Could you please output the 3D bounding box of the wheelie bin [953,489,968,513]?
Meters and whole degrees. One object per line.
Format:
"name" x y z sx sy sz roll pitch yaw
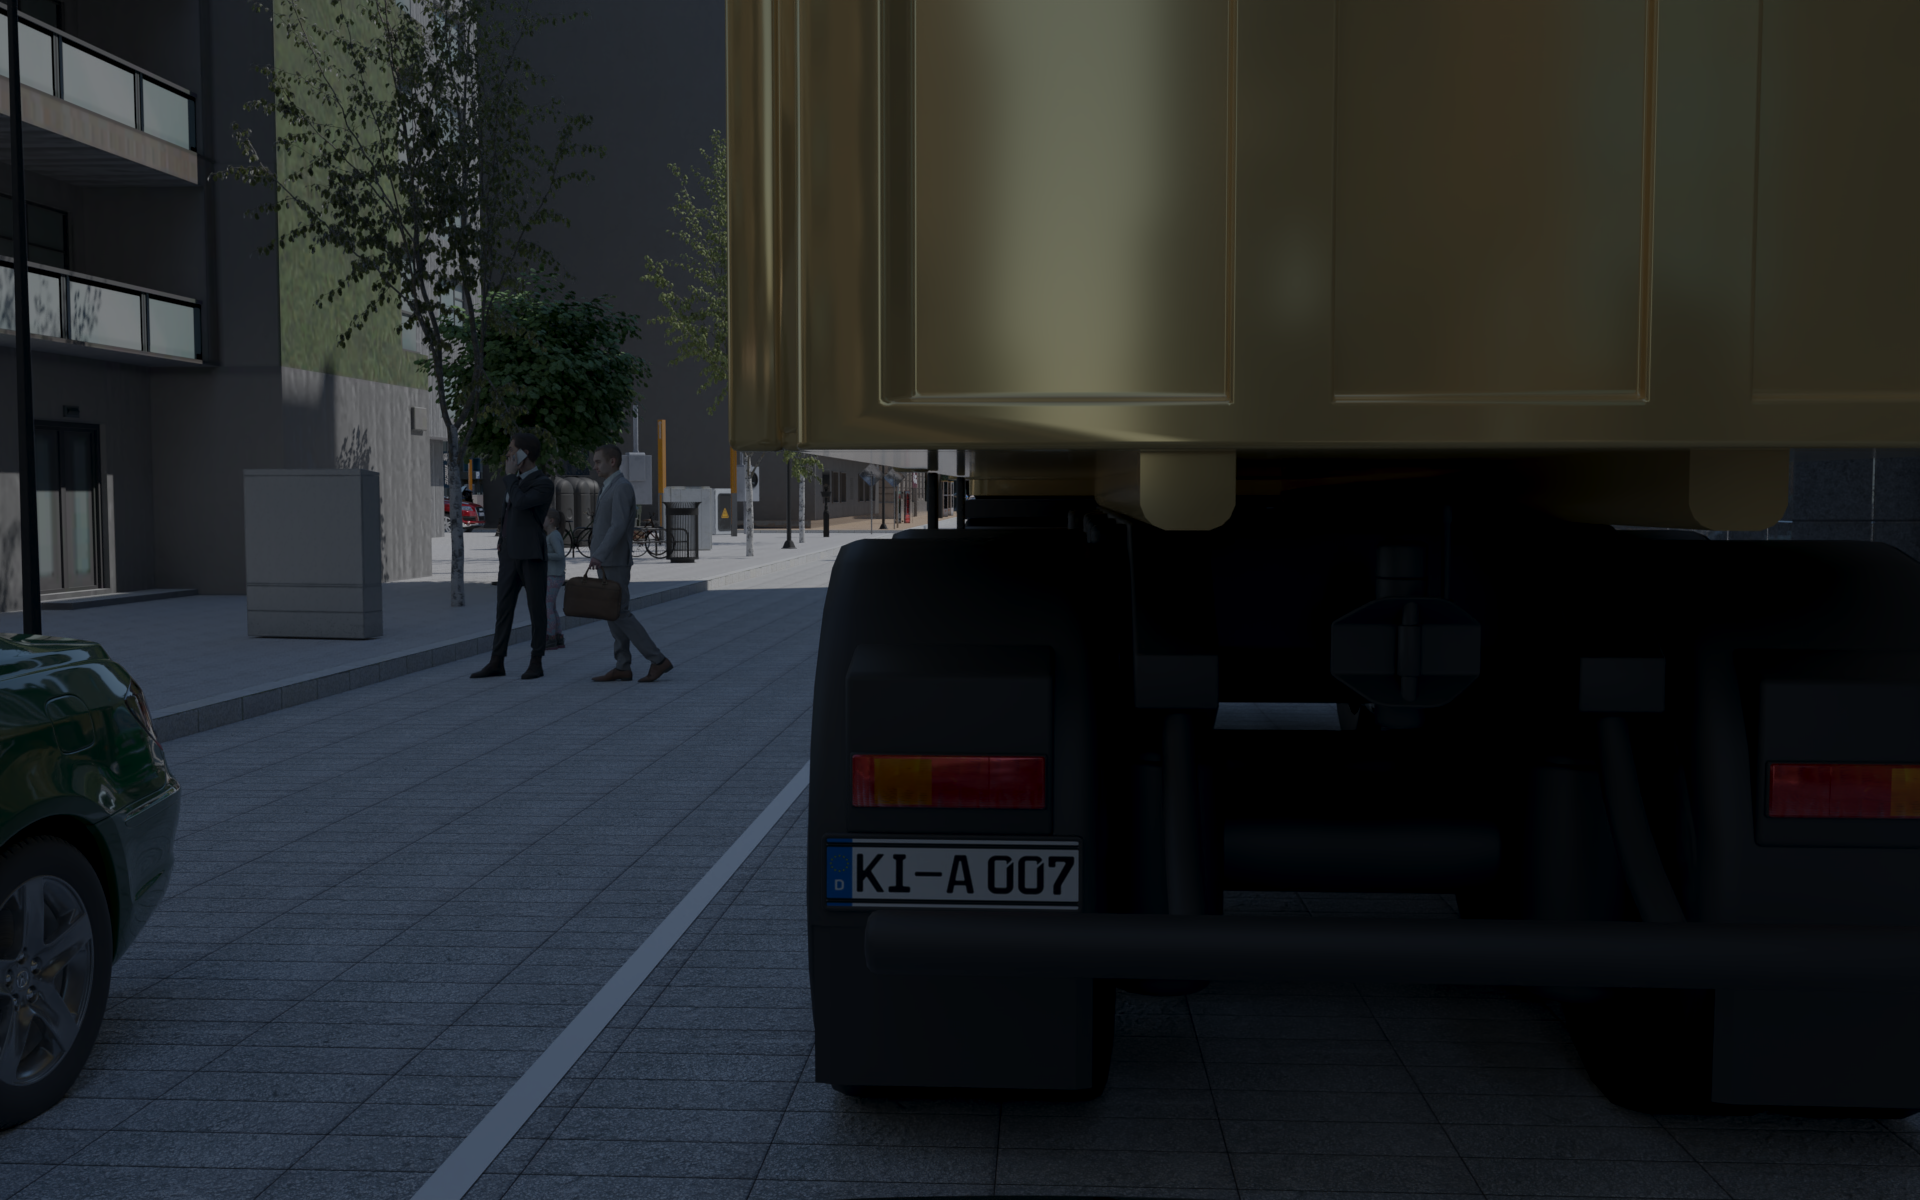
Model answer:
"wheelie bin" 0.044 -6.575 115.406 0.980 1.594 0.693 0 4 -1

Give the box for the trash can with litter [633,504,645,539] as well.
"trash can with litter" -8.981 -2.221 47.698 0.624 1.170 1.055 -3 5 -43

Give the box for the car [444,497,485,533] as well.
"car" -18.991 -3.102 59.398 5.304 1.827 2.281 0 4 2

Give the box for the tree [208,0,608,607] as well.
"tree" -5.814 -4.218 19.323 4.360 8.622 3.978 0 3 0

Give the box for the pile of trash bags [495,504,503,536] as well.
"pile of trash bags" -12.658 -2.678 53.542 1.912 1.369 3.447 2 4 26

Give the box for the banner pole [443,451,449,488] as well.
"banner pole" -26.352 -6.071 89.279 0.401 3.779 0.863 2 4 26

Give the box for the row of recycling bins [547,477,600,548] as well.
"row of recycling bins" -9.589 -2.118 41.746 1.069 1.692 3.534 1 4 11

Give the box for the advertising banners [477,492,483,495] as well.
"advertising banners" -37.084 -8.485 134.918 2.074 3.025 0.090 3 5 44

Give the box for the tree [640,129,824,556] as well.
"tree" -4.333 -5.188 35.180 4.737 8.622 4.395 0 3 0

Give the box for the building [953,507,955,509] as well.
"building" -9.993 -30.471 152.817 22.147 44.769 28.867 0 4 3

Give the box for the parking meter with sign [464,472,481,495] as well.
"parking meter with sign" -37.796 -8.387 133.383 0.543 3.016 1.738 3 5 42

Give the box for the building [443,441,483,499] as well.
"building" -53.128 -35.558 205.075 21.600 48.544 21.300 0 4 3

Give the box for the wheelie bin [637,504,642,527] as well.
"wheelie bin" -9.891 -2.689 51.880 0.693 1.594 0.980 1 4 12

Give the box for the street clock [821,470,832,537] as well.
"street clock" -3.977 -2.868 51.461 0.358 2.002 0.471 0 4 -4

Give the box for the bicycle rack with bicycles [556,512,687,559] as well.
"bicycle rack with bicycles" -6.790 -1.297 34.581 2.925 0.926 2.852 -2 4 -29

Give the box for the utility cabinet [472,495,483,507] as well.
"utility cabinet" -33.020 -6.605 119.145 1.020 1.237 0.306 0 4 4

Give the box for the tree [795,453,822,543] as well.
"tree" -3.917 -5.805 45.282 4.360 8.622 3.978 0 3 0

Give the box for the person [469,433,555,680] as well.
"person" -3.442 -0.341 13.443 0.648 1.900 0.474 2 4 34

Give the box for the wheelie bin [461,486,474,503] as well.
"wheelie bin" -20.530 -3.905 71.762 0.693 1.594 0.980 -2 4 -29

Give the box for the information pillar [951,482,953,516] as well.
"information pillar" -0.586 -5.977 102.221 0.304 2.012 0.304 2 4 27

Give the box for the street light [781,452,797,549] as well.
"street light" -3.474 -4.154 40.452 1.470 5.913 1.316 0 4 3

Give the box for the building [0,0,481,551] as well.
"building" -21.524 -22.264 47.606 14.086 41.232 14.154 0 4 3

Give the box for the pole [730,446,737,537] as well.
"pole" -6.825 -3.570 52.221 0.158 3.312 0.155 0 3 0

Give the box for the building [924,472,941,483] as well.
"building" -9.665 -15.241 116.635 16.820 18.784 16.811 0 4 3

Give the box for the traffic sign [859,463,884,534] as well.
"traffic sign" -2.810 -3.145 55.058 0.795 2.450 0.064 0 4 3

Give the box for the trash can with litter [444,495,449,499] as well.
"trash can with litter" -26.170 -4.664 87.318 2.233 1.210 1.678 2 4 28

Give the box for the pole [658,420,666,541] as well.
"pole" -8.196 -3.291 47.650 0.158 3.312 0.155 0 3 0

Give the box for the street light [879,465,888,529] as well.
"street light" -2.247 -5.523 62.842 1.470 5.913 1.316 0 4 3

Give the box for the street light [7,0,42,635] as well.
"street light" -5.066 -2.308 10.282 1.470 5.913 1.316 0 4 3

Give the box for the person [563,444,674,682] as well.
"person" -2.639 -0.280 13.202 0.853 1.813 0.709 -2 4 -24

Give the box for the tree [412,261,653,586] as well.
"tree" -6.010 -2.496 24.531 4.285 4.588 4.351 0 3 0

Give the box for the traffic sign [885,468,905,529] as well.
"traffic sign" -2.389 -3.632 63.032 0.795 2.450 0.064 0 4 3

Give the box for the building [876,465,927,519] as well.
"building" -7.231 -14.230 97.295 10.561 19.102 19.286 0 4 3

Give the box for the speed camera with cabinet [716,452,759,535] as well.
"speed camera with cabinet" -7.227 -3.689 54.650 0.660 3.252 2.038 3 4 36

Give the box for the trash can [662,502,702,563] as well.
"trash can" -5.190 -1.267 32.361 0.748 1.137 0.748 0 3 0

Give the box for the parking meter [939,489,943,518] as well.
"parking meter" -1.094 -5.078 91.440 0.372 1.533 0.369 0 3 0

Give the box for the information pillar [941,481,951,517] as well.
"information pillar" -0.861 -5.647 96.812 0.304 2.012 0.304 -2 4 -25

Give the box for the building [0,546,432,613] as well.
"building" -15.609 -20.534 19.331 14.154 41.232 14.086 0 4 3

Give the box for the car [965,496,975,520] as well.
"car" 1.204 -5.303 99.070 2.083 1.381 4.827 0 4 2

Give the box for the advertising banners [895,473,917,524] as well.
"advertising banners" -2.326 -4.853 75.541 0.090 3.025 2.074 2 4 29

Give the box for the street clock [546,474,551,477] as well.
"street clock" -14.871 -3.563 62.826 0.358 2.002 0.471 2 4 33

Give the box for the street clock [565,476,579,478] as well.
"street clock" -12.543 -3.148 56.034 0.358 2.002 0.471 1 4 18

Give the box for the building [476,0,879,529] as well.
"building" -10.220 -17.250 75.547 14.314 27.812 24.014 0 4 3

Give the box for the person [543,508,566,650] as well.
"person" -3.790 -0.197 15.995 0.394 1.301 0.425 -3 5 -42

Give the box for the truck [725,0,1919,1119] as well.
"truck" 1.167 -0.719 7.674 3.469 3.379 9.791 0 4 4

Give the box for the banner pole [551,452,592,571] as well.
"banner pole" -6.561 -2.376 28.857 0.863 3.779 0.401 0 4 5

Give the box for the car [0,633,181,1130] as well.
"car" -3.083 0.559 2.656 2.131 1.459 4.920 0 4 3

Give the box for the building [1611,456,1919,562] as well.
"building" 11.725 -12.337 19.727 12.078 24.808 19.932 0 4 3

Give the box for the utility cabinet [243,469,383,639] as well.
"utility cabinet" -5.736 -0.410 15.382 1.173 1.500 0.318 1 4 14

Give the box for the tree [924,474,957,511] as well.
"tree" -0.076 -13.169 132.317 9.611 12.733 9.660 0 3 0

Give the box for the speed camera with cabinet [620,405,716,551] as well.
"speed camera with cabinet" -6.672 -2.739 39.124 2.038 3.252 0.660 -1 4 -23

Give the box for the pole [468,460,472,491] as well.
"pole" -29.008 -6.653 102.621 0.158 3.312 0.155 0 3 0

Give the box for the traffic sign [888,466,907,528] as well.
"traffic sign" -2.363 -3.995 65.431 0.768 2.556 0.104 1 4 12
